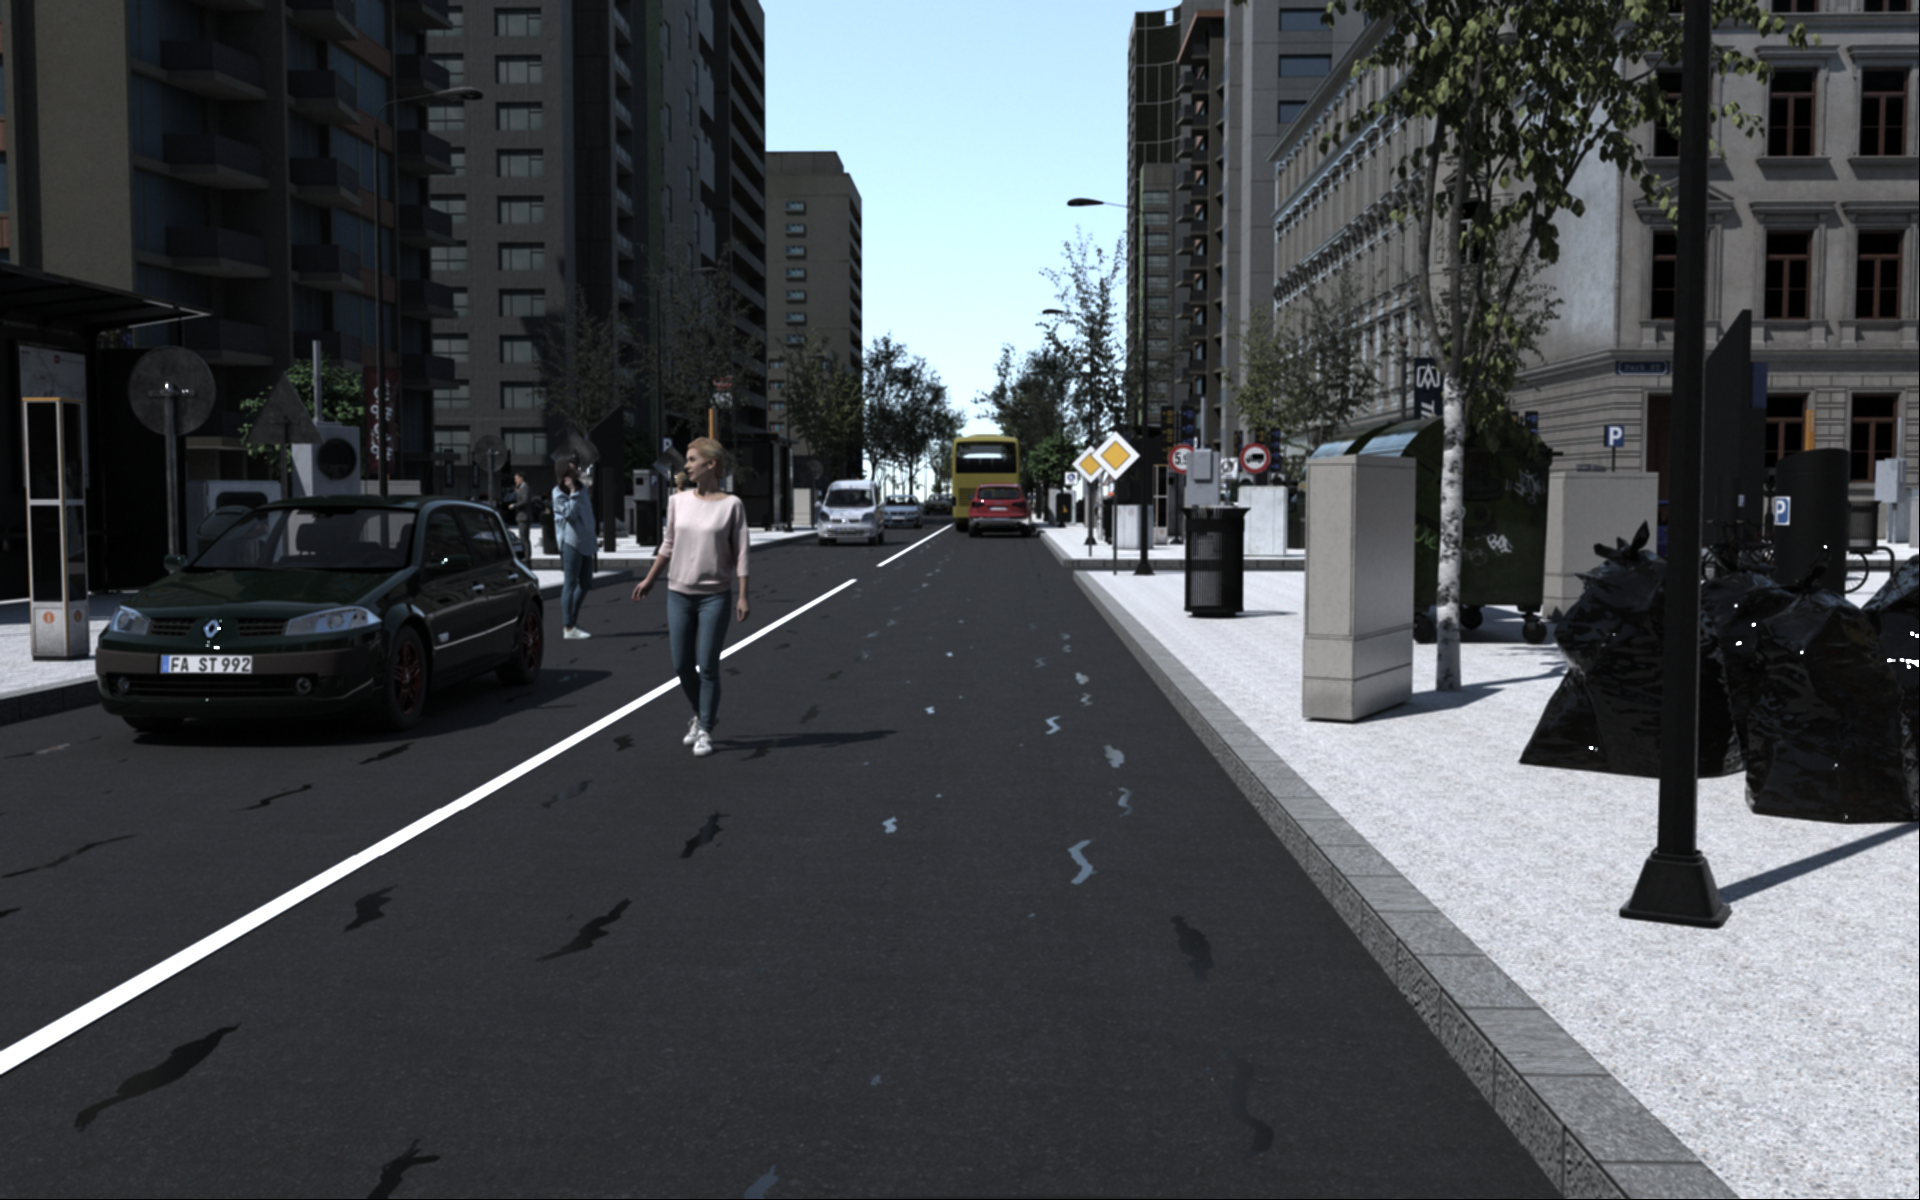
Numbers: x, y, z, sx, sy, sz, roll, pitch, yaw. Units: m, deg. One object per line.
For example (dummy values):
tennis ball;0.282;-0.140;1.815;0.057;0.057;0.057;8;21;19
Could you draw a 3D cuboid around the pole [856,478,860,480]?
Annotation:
pole;-6.355;-6.985;108.042;0.158;3.312;0.155;0;3;0

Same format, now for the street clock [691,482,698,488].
street clock;-12.778;-4.860;84.027;0.471;2.002;0.358;-1;4;-17

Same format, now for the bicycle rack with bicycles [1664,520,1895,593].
bicycle rack with bicycles;10.771;-0.588;23.002;2.925;0.926;2.852;0;4;-4

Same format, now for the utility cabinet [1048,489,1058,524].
utility cabinet;3.947;-3.921;72.788;0.318;1.500;1.173;1;4;11

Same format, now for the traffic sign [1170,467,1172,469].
traffic sign;8.571;-4.138;67.763;0.768;2.556;0.104;1;4;11

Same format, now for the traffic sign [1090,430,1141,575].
traffic sign;2.454;-1.452;27.376;0.795;2.450;0.064;0;4;1

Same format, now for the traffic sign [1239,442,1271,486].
traffic sign;7.283;-2.614;42.843;0.768;2.556;0.104;0;4;2

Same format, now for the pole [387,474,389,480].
pole;-11.950;-2.579;36.007;0.158;3.312;0.155;0;3;0

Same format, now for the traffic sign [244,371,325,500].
traffic sign;-7.172;-1.124;18.384;0.884;2.594;0.081;0;4;4

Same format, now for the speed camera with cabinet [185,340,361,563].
speed camera with cabinet;-8.613;-1.679;21.780;0.660;3.252;2.038;3;5;42

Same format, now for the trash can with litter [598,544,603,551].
trash can with litter;-8.624;-1.688;38.989;0.624;1.170;1.055;3;5;41

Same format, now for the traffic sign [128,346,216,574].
traffic sign;-6.798;-0.907;14.943;0.768;2.556;0.104;0;4;3

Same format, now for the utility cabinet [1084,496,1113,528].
utility cabinet;5.231;-3.318;65.410;1.020;1.237;0.306;1;4;17

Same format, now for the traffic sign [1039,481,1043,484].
traffic sign;4.734;-5.862;95.845;0.884;2.594;0.081;0;4;2

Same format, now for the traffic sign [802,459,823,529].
traffic sign;-5.417;-3.893;63.755;0.768;2.556;0.104;0;4;2

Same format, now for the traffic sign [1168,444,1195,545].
traffic sign;5.644;-2.674;43.822;0.768;2.556;0.104;0;4;7

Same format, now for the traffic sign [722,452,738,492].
traffic sign;-6.990;-3.144;51.508;0.768;2.556;0.104;0;4;3

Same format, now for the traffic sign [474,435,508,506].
traffic sign;-10.096;-2.272;37.257;0.768;2.556;0.104;1;4;11

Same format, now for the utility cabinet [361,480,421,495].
utility cabinet;-9.366;-1.185;28.060;1.173;1.500;0.318;-2;4;-31

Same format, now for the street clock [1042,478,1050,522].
street clock;3.968;-4.600;79.785;0.358;2.002;0.471;1;4;17

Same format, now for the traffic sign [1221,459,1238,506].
traffic sign;7.545;-2.864;48.950;0.606;2.300;0.079;0;4;2

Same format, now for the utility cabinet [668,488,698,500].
utility cabinet;-9.634;-3.177;60.624;1.173;1.500;0.318;0;4;0

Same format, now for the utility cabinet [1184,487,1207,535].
utility cabinet;7.035;-2.742;53.509;1.173;1.500;0.318;1;4;13

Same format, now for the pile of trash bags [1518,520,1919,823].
pile of trash bags;4.004;0.152;7.274;1.912;1.369;3.447;-1;4;-20

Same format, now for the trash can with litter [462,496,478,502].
trash can with litter;-13.907;-2.415;50.536;2.233;1.210;1.678;-1;4;-21

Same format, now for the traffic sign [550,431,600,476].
traffic sign;-6.137;-1.467;27.620;0.795;2.450;0.064;0;4;1

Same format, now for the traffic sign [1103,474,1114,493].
traffic sign;9.512;-6.768;110.655;0.884;2.594;0.081;0;4;7

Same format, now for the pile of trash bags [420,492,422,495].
pile of trash bags;-16.812;-2.735;54.462;1.912;1.369;3.447;-2;4;-30

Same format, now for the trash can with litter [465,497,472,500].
trash can with litter;-20.053;-3.687;71.663;0.624;1.170;1.055;3;4;37

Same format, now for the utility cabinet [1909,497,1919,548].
utility cabinet;22.761;-1.814;40.818;0.306;1.237;1.020;0;4;4

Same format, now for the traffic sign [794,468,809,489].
traffic sign;-7.715;-5.159;84.460;0.768;2.556;0.104;0;4;7

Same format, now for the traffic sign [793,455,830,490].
traffic sign;-7.897;-5.922;90.694;2.265;3.308;0.079;1;4;9

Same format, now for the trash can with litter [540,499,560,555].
trash can with litter;-8.380;-1.554;36.790;1.055;1.170;0.624;0;4;-1

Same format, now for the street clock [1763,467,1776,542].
street clock;21.887;-2.584;46.816;0.471;2.002;0.358;-2;4;-24

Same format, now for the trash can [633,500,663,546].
trash can;-7.665;-1.895;42.635;0.748;1.137;0.748;0;3;0

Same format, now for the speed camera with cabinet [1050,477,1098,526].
speed camera with cabinet;4.722;-4.667;70.639;2.038;3.252;0.660;-1;4;-10

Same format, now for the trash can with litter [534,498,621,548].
trash can with litter;-9.457;-1.916;42.391;2.233;1.210;1.678;0;4;-7

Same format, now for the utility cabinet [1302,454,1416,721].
utility cabinet;2.347;-0.092;10.177;0.318;1.500;1.173;2;4;30

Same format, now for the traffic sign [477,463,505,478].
traffic sign;-10.622;-2.390;39.186;0.768;2.556;0.104;1;4;10

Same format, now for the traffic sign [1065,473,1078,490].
traffic sign;5.172;-4.792;80.484;0.606;2.300;0.079;0;4;4

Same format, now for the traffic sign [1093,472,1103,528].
traffic sign;5.042;-3.964;64.916;0.768;2.556;0.104;0;4;2

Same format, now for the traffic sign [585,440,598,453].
traffic sign;-8.795;-2.463;40.370;0.768;2.556;0.104;1;4;11

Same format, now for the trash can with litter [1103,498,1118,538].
trash can with litter;4.742;-2.403;50.671;1.055;1.170;0.624;2;4;24

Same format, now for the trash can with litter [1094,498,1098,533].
trash can with litter;4.883;-2.725;55.933;1.055;1.170;0.624;-1;4;-9

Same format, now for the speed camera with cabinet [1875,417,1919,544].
speed camera with cabinet;24.564;-3.119;45.325;0.660;3.252;2.038;3;5;45

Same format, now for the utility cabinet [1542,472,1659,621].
utility cabinet;6.448;-0.537;17.458;1.173;1.500;0.318;-1;4;-21

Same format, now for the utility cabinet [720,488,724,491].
utility cabinet;-9.478;-3.578;67.184;1.173;1.500;0.318;1;4;13

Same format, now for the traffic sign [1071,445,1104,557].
traffic sign;2.663;-1.940;35.358;0.795;2.450;0.064;0;4;1

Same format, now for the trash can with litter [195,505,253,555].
trash can with litter;-7.053;-0.318;16.579;0.624;1.170;1.055;0;4;0

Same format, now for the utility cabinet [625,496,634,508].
utility cabinet;-12.612;-3.433;67.298;1.020;1.237;0.306;-3;5;-40

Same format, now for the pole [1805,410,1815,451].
pole;20.653;-2.954;42.147;0.158;3.312;0.155;0;3;0

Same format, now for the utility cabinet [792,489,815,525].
utility cabinet;-6.495;-3.805;70.887;1.173;1.500;0.318;2;4;34

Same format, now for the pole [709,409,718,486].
pole;-5.885;-2.910;41.416;0.158;3.312;0.155;0;3;0

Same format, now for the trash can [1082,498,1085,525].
trash can;5.197;-3.491;68.731;0.748;1.137;0.748;0;3;0

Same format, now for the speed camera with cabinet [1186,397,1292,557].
speed camera with cabinet;5.698;-2.523;35.587;2.038;3.252;0.660;1;4;13

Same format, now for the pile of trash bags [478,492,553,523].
pile of trash bags;-22.385;-4.690;86.432;3.447;1.369;1.912;0;4;8

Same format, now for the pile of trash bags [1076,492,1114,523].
pile of trash bags;6.285;-4.188;78.225;1.912;1.369;3.447;2;4;29

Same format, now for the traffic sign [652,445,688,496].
traffic sign;-5.928;-1.955;35.602;0.795;2.450;0.064;0;4;1
